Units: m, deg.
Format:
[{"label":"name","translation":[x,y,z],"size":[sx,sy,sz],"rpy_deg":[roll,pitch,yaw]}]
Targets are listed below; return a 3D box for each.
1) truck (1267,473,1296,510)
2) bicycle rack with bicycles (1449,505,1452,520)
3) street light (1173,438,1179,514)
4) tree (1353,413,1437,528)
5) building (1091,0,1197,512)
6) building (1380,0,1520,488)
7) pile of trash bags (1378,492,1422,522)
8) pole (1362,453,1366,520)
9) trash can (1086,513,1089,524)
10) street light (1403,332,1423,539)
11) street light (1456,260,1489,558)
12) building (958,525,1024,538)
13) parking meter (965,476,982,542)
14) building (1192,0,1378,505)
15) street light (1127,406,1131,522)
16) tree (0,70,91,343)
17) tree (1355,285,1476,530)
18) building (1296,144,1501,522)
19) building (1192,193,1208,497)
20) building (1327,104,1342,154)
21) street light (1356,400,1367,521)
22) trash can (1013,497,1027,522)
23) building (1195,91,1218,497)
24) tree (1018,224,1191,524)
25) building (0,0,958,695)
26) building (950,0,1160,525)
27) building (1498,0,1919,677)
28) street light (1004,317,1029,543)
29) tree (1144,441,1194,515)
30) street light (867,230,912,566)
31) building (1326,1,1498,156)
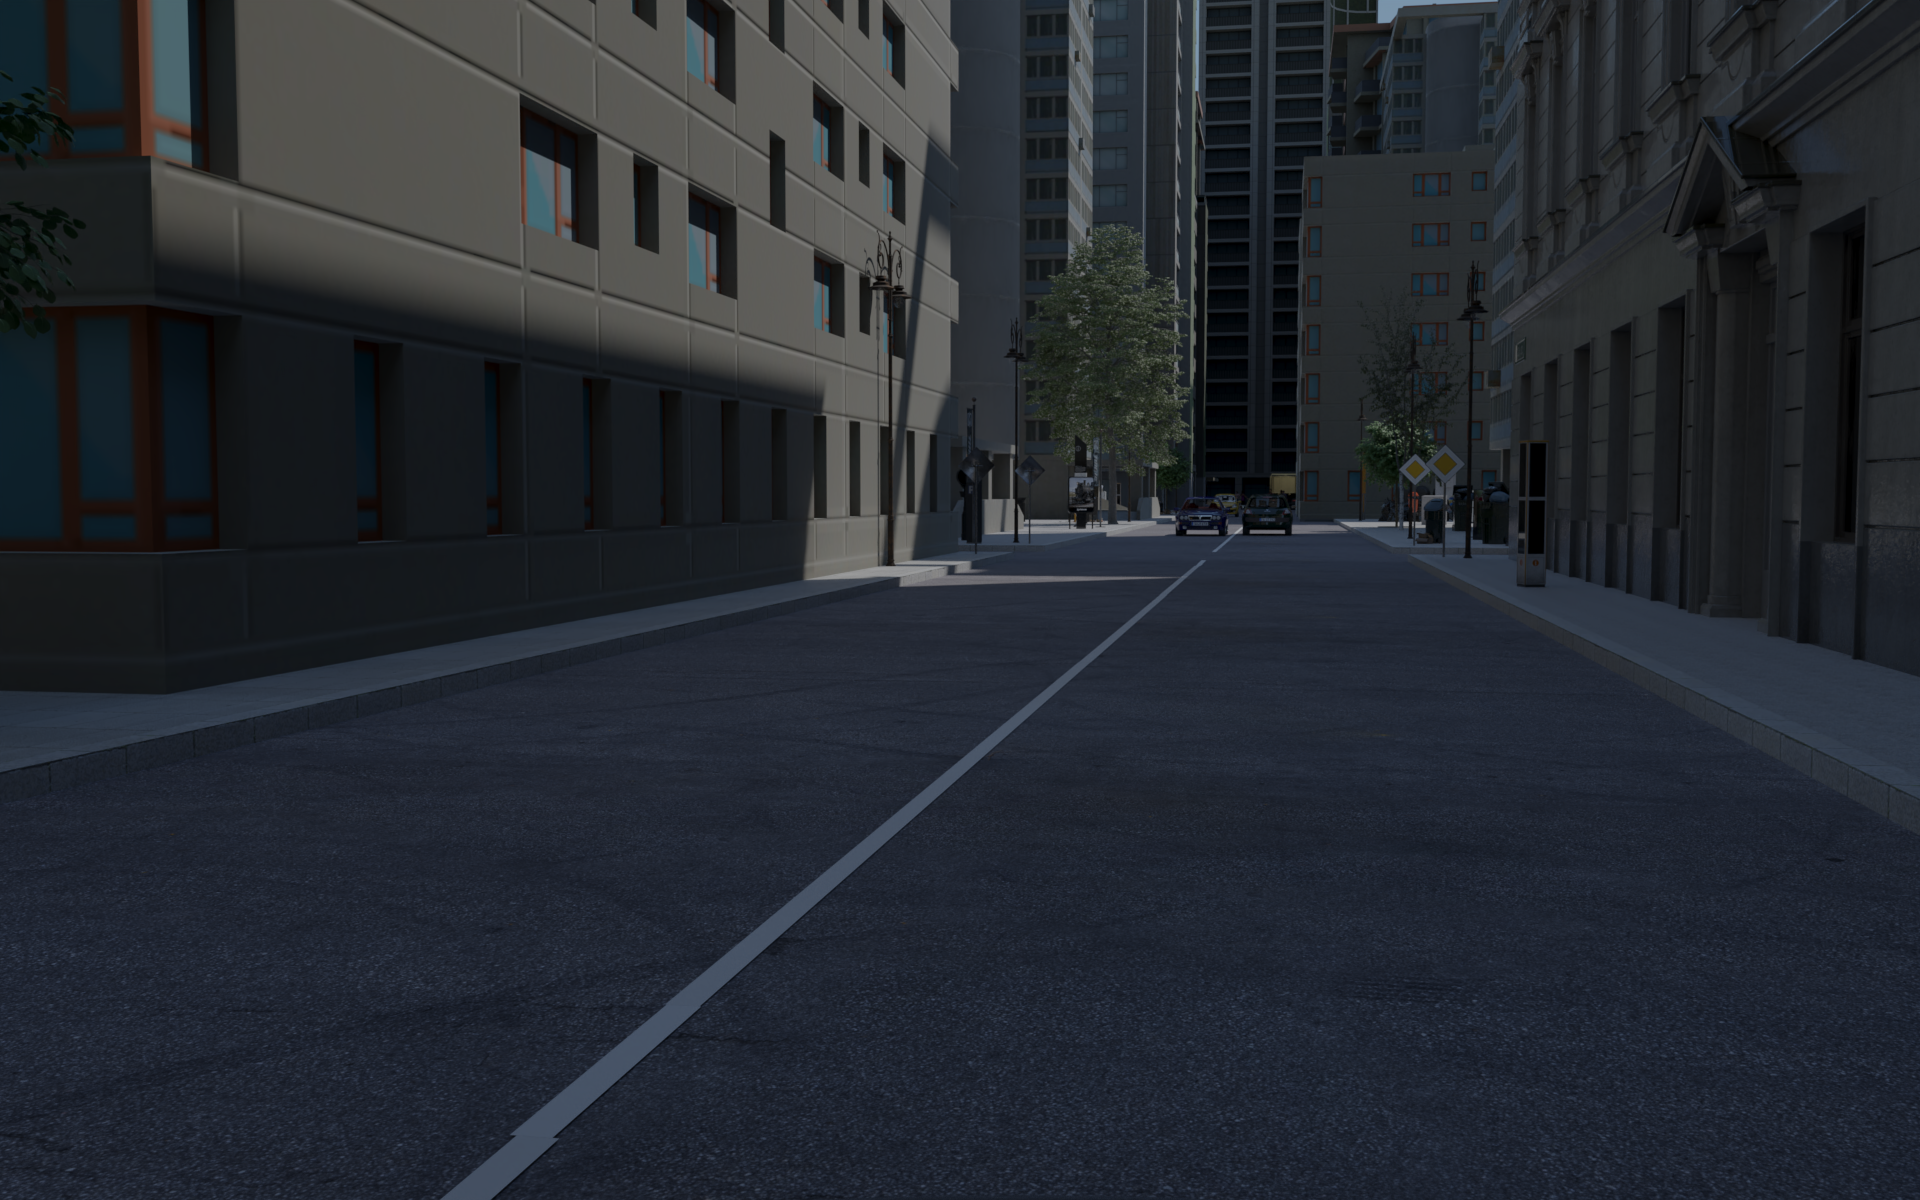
[{"label":"truck","translation":[29.922,-10.006,159.520],"size":[3.469,3.379,9.791],"rpy_deg":[1,4,11]},{"label":"bicycle rack with bicycles","translation":[25.082,-4.385,85.079],"size":[2.852,0.926,2.925],"rpy_deg":[-1,4,-22]},{"label":"street light","translation":[14.186,-8.605,113.482],"size":[0.468,5.910,1.993],"rpy_deg":[1,4,10]},{"label":"tree","translation":[16.900,-5.092,66.962],"size":[4.285,4.588,4.351],"rpy_deg":[0,3,0]},{"label":"building","translation":[9.755,-27.092,126.550],"size":[14.154,41.232,14.086],"rpy_deg":[1,4,10]},{"label":"building","translation":[45.253,-26.956,132.609],"size":[32.217,40.220,23.993],"rpy_deg":[1,4,10]},{"label":"pile of trash bags","translation":[20.589,-4.296,79.999],"size":[1.912,1.369,3.447],"rpy_deg":[0,4,0]},{"label":"pole","translation":[19.965,-5.611,85.583],"size":[0.158,3.312,0.155],"rpy_deg":[0,3,0]},{"label":"trash can","translation":[5.315,-3.891,75.268],"size":[0.748,1.137,0.748],"rpy_deg":[0,3,0]},{"label":"street light","translation":[12.923,-4.694,49.527],"size":[0.468,5.910,1.993],"rpy_deg":[1,4,10]},{"label":"street light","translation":[10.152,-3.771,34.444],"size":[0.468,5.910,1.993],"rpy_deg":[1,4,10]},{"label":"building","translation":[-14.766,-22.424,58.519],"size":[32.217,40.220,23.993],"rpy_deg":[1,4,10]},{"label":"parking meter","translation":[0.364,-2.438,45.573],"size":[0.399,1.863,0.255],"rpy_deg":[3,4,36]},{"label":"building","translation":[39.273,-47.075,207.931],"size":[20.611,71.187,20.563],"rpy_deg":[1,4,10]},{"label":"street light","translation":[7.755,-6.509,79.211],"size":[0.468,5.910,1.993],"rpy_deg":[1,4,10]},{"label":"tree","translation":[-6.203,-1.503,8.287],"size":[4.285,4.588,4.351],"rpy_deg":[0,3,0]},{"label":"tree","translation":[15.653,-6.750,60.731],"size":[4.360,8.622,3.978],"rpy_deg":[0,3,0]},{"label":"building","translation":[33.833,-15.637,100.707],"size":[27.650,21.520,28.899],"rpy_deg":[1,4,10]},{"label":"building","translation":[15.675,-23.858,161.781],"size":[14.160,30.474,14.107],"rpy_deg":[1,4,10]},{"label":"building","translation":[45.511,-30.505,182.352],"size":[14.154,41.232,14.086],"rpy_deg":[1,4,10]},{"label":"street light","translation":[19.159,-6.724,82.727],"size":[0.468,5.910,1.993],"rpy_deg":[1,4,10]},{"label":"trash can","translation":[2.566,-3.936,76.004],"size":[0.748,1.137,0.748],"rpy_deg":[0,3,0]},{"label":"building","translation":[12.831,-32.450,185.182],"size":[28.867,44.769,22.147],"rpy_deg":[1,4,10]},{"label":"tree","translation":[6.107,-9.513,73.663],"size":[7.486,12.596,7.792],"rpy_deg":[0,3,0]},{"label":"building","translation":[-16.764,-11.105,26.612],"size":[28.899,21.520,27.650],"rpy_deg":[1,4,10]},{"label":"building","translation":[-5.730,-24.564,93.503],"size":[32.217,40.220,23.993],"rpy_deg":[1,4,10]},{"label":"building","translation":[14.658,-14.334,10.779],"size":[17.030,29.872,44.131],"rpy_deg":[1,4,10]},{"label":"street light","translation":[1.481,-4.446,45.479],"size":[0.468,5.910,1.993],"rpy_deg":[1,4,10]},{"label":"tree","translation":[12.847,-7.586,107.739],"size":[4.285,4.588,4.351],"rpy_deg":[0,3,0]},{"label":"street light","translation":[-1.229,-3.536,30.605],"size":[0.468,5.910,1.993],"rpy_deg":[1,4,10]},{"label":"building","translation":[45.114,-30.910,160.007],"size":[22.147,44.769,28.867],"rpy_deg":[1,4,10]}]
